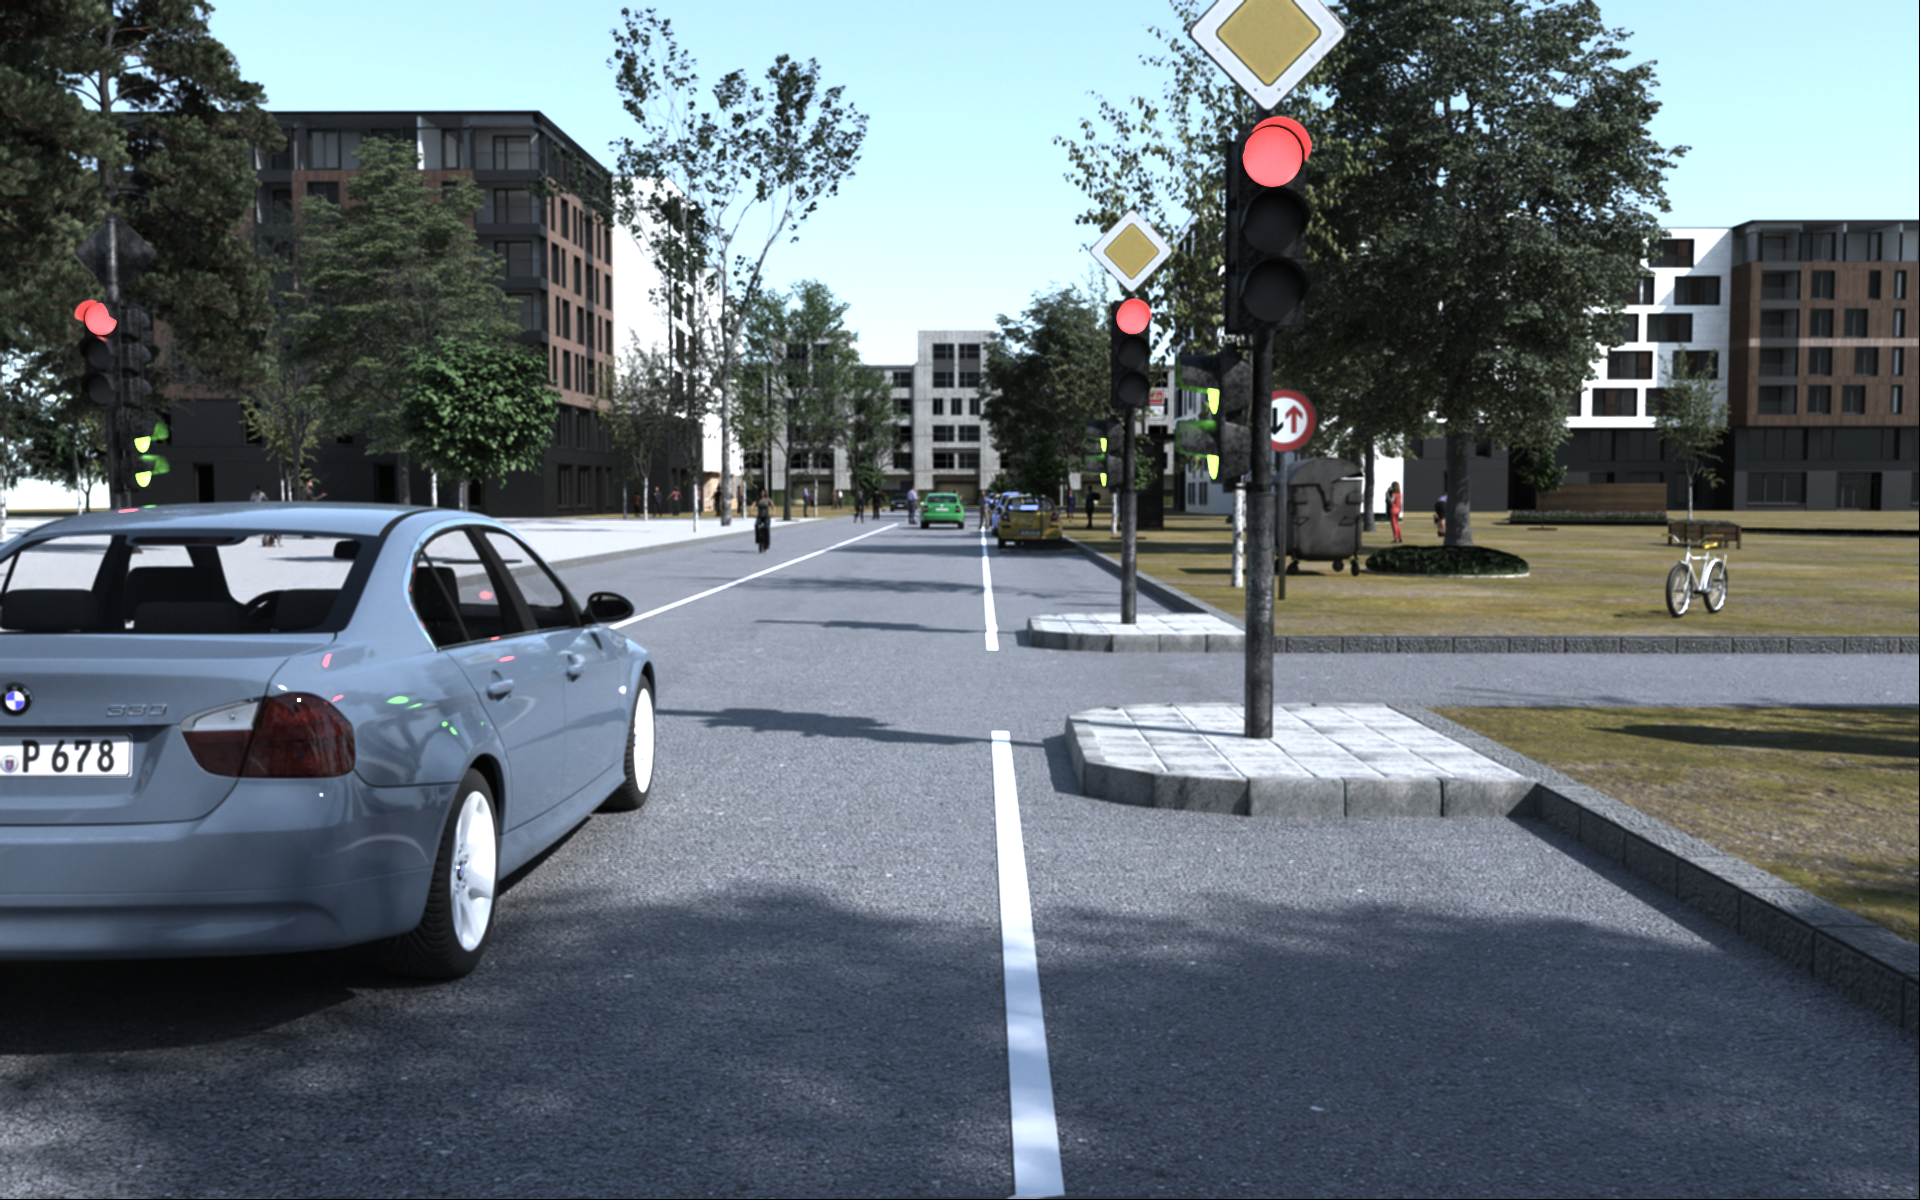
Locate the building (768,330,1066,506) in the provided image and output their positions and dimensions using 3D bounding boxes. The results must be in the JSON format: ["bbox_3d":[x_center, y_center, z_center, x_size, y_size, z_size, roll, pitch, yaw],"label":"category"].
[{"bbox_3d":[-4.510,-20.084,194.839,31.486,18.905,16.747,0,4,1],"label":"building"}]

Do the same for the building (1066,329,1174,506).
[{"bbox_3d":[27.193,-20.054,194.335,31.486,18.905,16.747,0,4,1],"label":"building"}]

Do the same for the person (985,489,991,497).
[{"bbox_3d":[2.394,-8.171,142.099,1.348,1.824,0.705,1,4,20],"label":"person"}]

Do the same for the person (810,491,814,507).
[{"bbox_3d":[-14.689,-9.923,171.430,0.721,1.739,1.217,2,4,34],"label":"person"}]

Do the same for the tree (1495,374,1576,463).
[{"bbox_3d":[28.981,-8.346,86.817,4.737,8.622,4.395,0,3,0],"label":"tree"}]

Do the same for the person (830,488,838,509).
[{"bbox_3d":[-10.568,-8.466,145.008,0.434,1.755,0.990,3,5,40],"label":"person"}]

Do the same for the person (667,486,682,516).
[{"bbox_3d":[-17.009,-5.903,103.276,0.721,1.743,1.217,3,5,39],"label":"person"}]

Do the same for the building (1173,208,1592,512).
[{"bbox_3d":[31.012,-18.118,140.200,27.936,21.610,32.646,0,4,1],"label":"building"}]

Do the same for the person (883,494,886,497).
[{"bbox_3d":[-7.669,-9.797,166.232,1.348,1.823,0.705,1,4,16],"label":"person"}]

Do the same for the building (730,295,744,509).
[{"bbox_3d":[-24.945,-17.937,149.691,11.380,20.091,16.016,0,4,1],"label":"building"}]

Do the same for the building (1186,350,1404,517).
[{"bbox_3d":[20.438,-10.275,110.149,9.099,9.664,28.070,0,4,1],"label":"building"}]

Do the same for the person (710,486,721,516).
[{"bbox_3d":[-13.938,-5.655,99.329,0.721,1.723,1.217,2,4,27],"label":"person"}]

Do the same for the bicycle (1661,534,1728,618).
[{"bbox_3d":[7.803,-0.309,18.280,1.543,0.972,0.635,-3,5,-44],"label":"bicycle"}]

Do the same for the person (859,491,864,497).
[{"bbox_3d":[-9.334,-9.508,161.581,0.705,1.814,1.350,3,4,37],"label":"person"}]

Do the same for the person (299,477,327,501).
[{"bbox_3d":[-18.612,-2.648,49.871,0.750,1.759,0.617,-2,4,-26],"label":"person"}]

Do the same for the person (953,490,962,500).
[{"bbox_3d":[-0.154,-4.813,88.667,0.593,1.643,0.415,-3,4,-38],"label":"person"}]

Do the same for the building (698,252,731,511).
[{"bbox_3d":[-26.416,-16.791,130.960,16.016,20.091,11.380,0,4,1],"label":"building"}]

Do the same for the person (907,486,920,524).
[{"bbox_3d":[-2.162,-4.524,82.344,0.599,1.838,0.709,-3,4,-38],"label":"person"}]

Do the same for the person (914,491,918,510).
[{"bbox_3d":[-4.137,-9.224,160.109,0.445,1.727,0.742,0,4,7],"label":"person"}]

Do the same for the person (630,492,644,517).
[{"bbox_3d":[-18.259,-5.422,97.950,1.065,1.426,0.557,2,4,30],"label":"person"}]

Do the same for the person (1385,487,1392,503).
[{"bbox_3d":[21.502,-4.846,86.743,0.415,1.643,0.593,0,3,0],"label":"person"}]

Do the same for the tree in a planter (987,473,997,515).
[{"bbox_3d":[2.853,-7.472,119.381,1.991,3.239,1.994,0,4,1],"label":"tree in a planter"}]

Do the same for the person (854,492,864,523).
[{"bbox_3d":[-5.017,-4.587,86.047,0.613,1.512,0.480,1,4,20],"label":"person"}]

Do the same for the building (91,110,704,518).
[{"bbox_3d":[-32.713,-16.210,109.012,27.936,21.610,32.646,0,4,1],"label":"building"}]

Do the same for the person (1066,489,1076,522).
[{"bbox_3d":[5.081,-4.321,79.066,0.453,1.535,0.546,-1,4,-23],"label":"person"}]

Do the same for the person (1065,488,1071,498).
[{"bbox_3d":[8.974,-8.305,141.929,0.705,1.812,1.348,-1,4,-22],"label":"person"}]

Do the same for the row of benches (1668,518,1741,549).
[{"bbox_3d":[18.199,-1.646,42.369,1.422,0.672,4.104,1,4,8],"label":"row of benches"}]

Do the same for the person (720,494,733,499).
[{"bbox_3d":[-16.901,-7.238,124.479,1.348,1.812,0.705,1,4,21],"label":"person"}]

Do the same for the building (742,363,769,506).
[{"bbox_3d":[-36.421,-20.115,195.341,31.486,18.905,16.747,0,4,1],"label":"building"}]

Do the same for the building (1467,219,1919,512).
[{"bbox_3d":[62.597,-18.299,143.164,32.646,21.610,27.936,0,4,1],"label":"building"}]

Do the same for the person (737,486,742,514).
[{"bbox_3d":[-14.337,-6.535,112.847,0.705,1.831,1.348,0,4,2],"label":"person"}]

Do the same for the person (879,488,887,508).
[{"bbox_3d":[-7.418,-9.554,162.215,1.348,1.831,0.705,2,4,24],"label":"person"}]

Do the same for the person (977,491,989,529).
[{"bbox_3d":[0.964,-3.692,70.922,0.516,1.574,0.319,3,4,38],"label":"person"}]

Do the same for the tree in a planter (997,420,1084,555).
[{"bbox_3d":[1.969,-2.730,41.863,1.991,3.239,1.994,0,4,1],"label":"tree in a planter"}]

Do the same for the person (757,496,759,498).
[{"bbox_3d":[-19.100,-9.807,167.094,0.721,1.736,1.217,3,4,38],"label":"person"}]

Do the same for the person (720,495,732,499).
[{"bbox_3d":[-15.503,-6.626,114.898,0.721,1.766,1.217,2,4,33],"label":"person"}]

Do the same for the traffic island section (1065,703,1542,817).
[{"bbox_3d":[1.597,0.804,9.141,2.009,0.180,2.903,0,4,1],"label":"traffic island section"}]

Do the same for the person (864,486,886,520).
[{"bbox_3d":[-4.739,-5.458,97.369,1.348,1.869,0.705,-2,4,-32],"label":"person"}]

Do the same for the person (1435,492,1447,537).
[{"bbox_3d":[14.576,-2.622,52.139,0.697,1.427,0.421,-3,4,-38],"label":"person"}]

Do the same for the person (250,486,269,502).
[{"bbox_3d":[-22.884,-2.957,56.609,0.614,1.554,0.590,0,4,-1],"label":"person"}]

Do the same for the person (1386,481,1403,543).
[{"bbox_3d":[11.436,-2.315,45.598,0.593,1.614,0.444,-1,4,-18],"label":"person"}]

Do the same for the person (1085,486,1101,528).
[{"bbox_3d":[4.880,-3.463,64.540,0.662,1.594,0.647,3,5,41],"label":"person"}]

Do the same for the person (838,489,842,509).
[{"bbox_3d":[-10.357,-8.667,148.687,0.436,1.711,0.756,1,4,21],"label":"person"}]

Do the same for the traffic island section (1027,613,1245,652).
[{"bbox_3d":[1.688,0.315,17.126,2.009,0.180,2.903,0,4,1],"label":"traffic island section"}]

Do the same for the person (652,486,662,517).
[{"bbox_3d":[-17.016,-5.516,97.156,0.541,1.710,0.530,1,4,17],"label":"person"}]

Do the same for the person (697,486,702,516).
[{"bbox_3d":[-15.664,-5.902,103.254,0.721,1.743,1.217,-1,4,-12],"label":"person"}]

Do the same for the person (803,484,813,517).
[{"bbox_3d":[-8.431,-5.527,96.285,0.599,1.838,0.709,-1,4,-14],"label":"person"}]

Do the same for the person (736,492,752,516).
[{"bbox_3d":[-12.405,-5.517,99.462,0.991,1.433,0.599,-2,4,-24],"label":"person"}]
